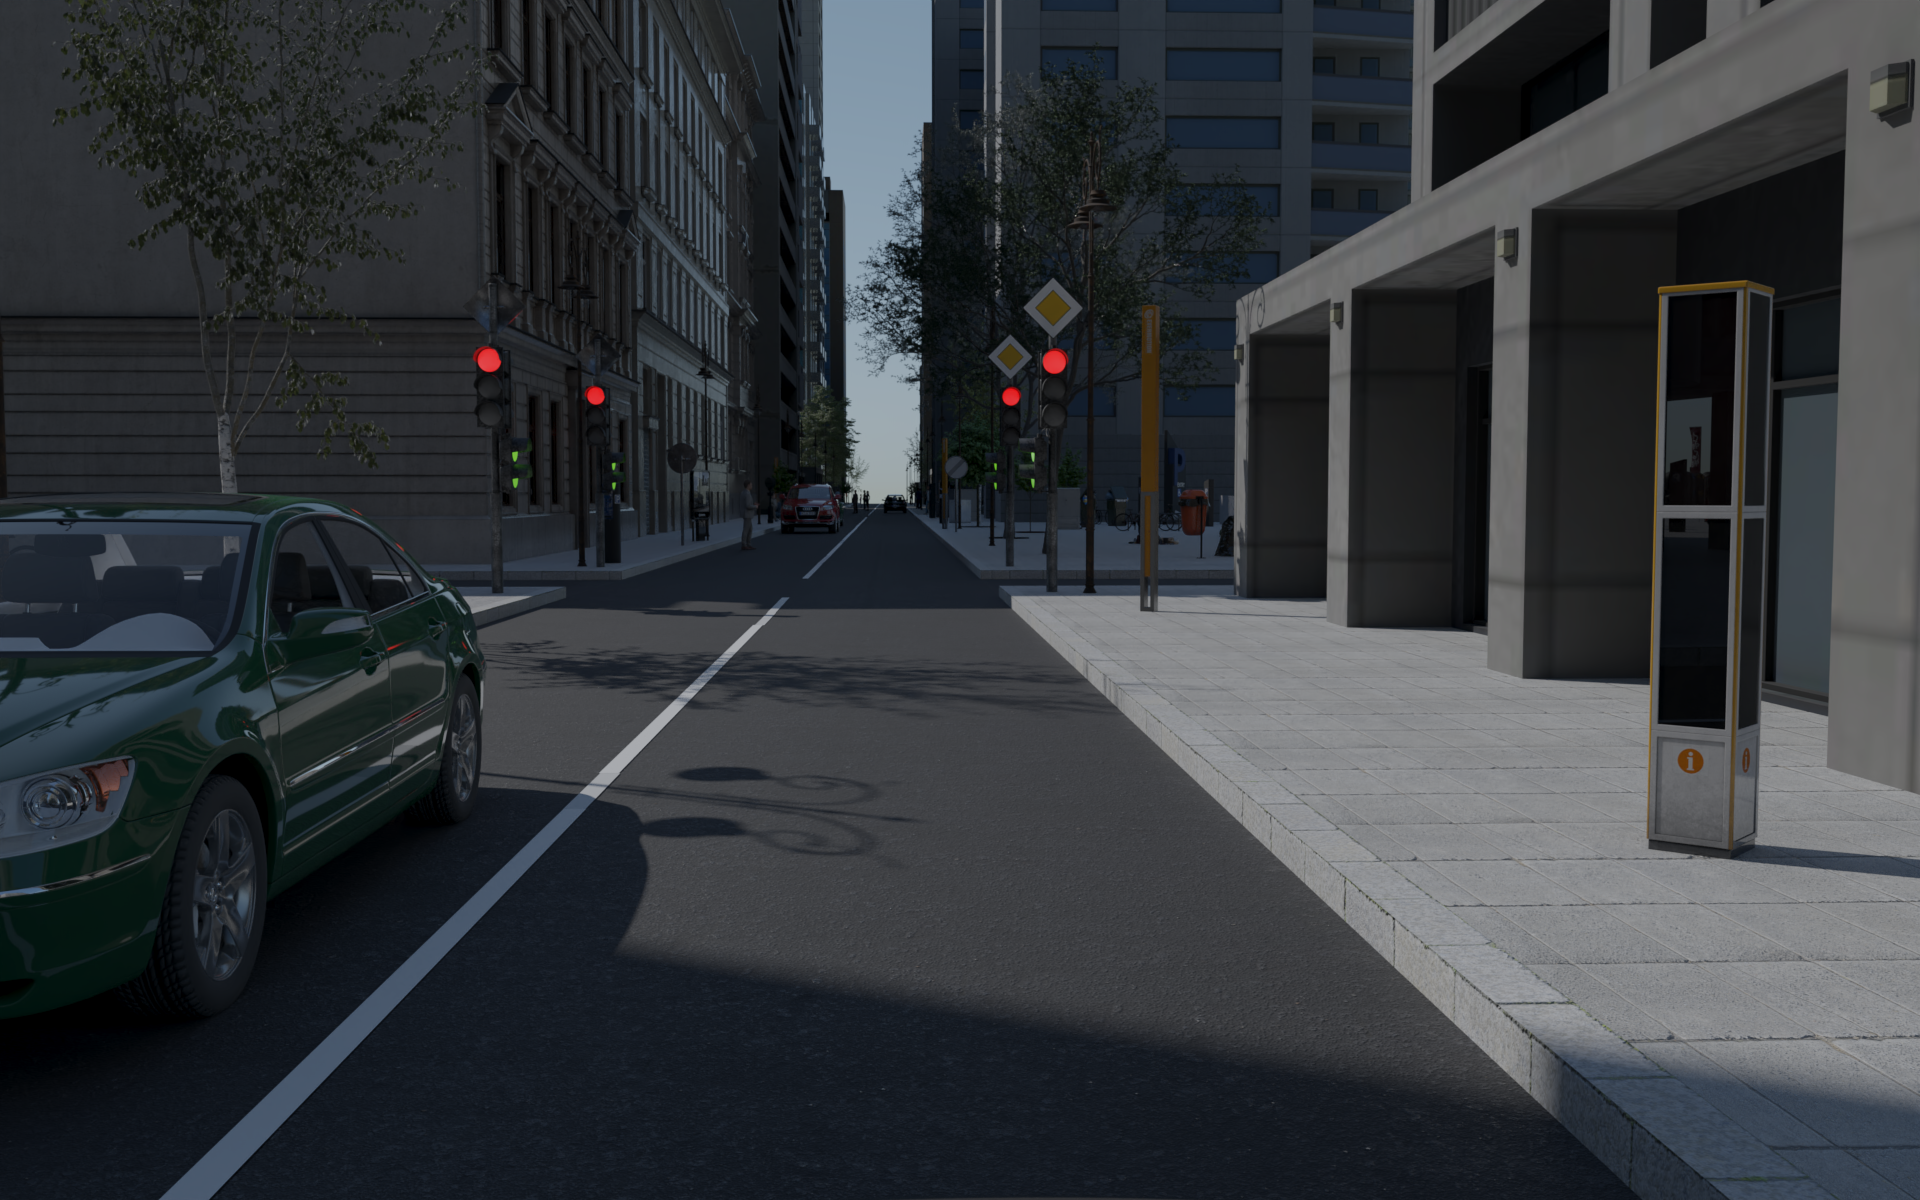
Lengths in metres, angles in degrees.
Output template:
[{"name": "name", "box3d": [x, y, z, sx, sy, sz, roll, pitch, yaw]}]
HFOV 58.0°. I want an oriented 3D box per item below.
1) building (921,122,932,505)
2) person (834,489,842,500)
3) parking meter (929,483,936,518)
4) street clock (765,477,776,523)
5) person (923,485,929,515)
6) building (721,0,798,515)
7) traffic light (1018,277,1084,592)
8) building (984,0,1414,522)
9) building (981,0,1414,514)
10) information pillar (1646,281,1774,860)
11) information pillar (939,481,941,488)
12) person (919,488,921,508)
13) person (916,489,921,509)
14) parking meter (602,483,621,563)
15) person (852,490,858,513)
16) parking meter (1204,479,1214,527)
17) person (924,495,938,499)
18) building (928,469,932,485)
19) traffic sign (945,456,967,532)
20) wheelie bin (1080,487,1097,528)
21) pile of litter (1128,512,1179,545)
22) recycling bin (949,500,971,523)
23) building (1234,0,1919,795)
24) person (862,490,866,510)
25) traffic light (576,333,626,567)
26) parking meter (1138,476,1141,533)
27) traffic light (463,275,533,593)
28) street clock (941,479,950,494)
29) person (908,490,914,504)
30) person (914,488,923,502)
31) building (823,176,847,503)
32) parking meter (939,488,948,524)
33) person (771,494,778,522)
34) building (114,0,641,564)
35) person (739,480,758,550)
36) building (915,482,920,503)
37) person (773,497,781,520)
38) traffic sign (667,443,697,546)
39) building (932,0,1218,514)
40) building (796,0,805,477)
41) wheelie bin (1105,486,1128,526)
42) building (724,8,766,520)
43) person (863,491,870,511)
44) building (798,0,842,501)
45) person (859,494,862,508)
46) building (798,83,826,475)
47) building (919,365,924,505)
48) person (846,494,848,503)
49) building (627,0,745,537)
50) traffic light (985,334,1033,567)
[{"name": "building", "box3d": [2.465, -33.915, 204.613, 14.600, 45.320, 14.200, 0, 4, -2]}, {"name": "person", "box3d": [-13.724, -11.491, 193.906, 1.348, 1.826, 0.705, -3, 4, -38]}, {"name": "parking meter", "box3d": [-1.472, -5.281, 92.060, 0.255, 1.863, 0.399, -1, 4, -21]}, {"name": "street clock", "box3d": [-8.276, -4.343, 75.584, 0.471, 2.002, 0.358, 3, 5, 41]}, {"name": "person", "box3d": [-1.811, -5.959, 103.459, 0.713, 1.824, 0.794, -2, 4, -35]}, {"name": "building", "box3d": [-22.153, -30.084, 115.572, 21.300, 48.544, 21.600, 0, 4, -2]}, {"name": "traffic light", "box3d": [1.187, -2.060, 22.607, 0.839, 4.253, 0.868, 0, 4, -2]}, {"name": "building", "box3d": [11.753, -33.579, 91.024, 21.231, 58.520, 28.212, 0, 4, -2]}, {"name": "building", "box3d": [15.086, -26.144, 119.338, 32.217, 40.220, 23.993, 0, 4, -2]}, {"name": "information pillar", "box3d": [2.685, -0.105, 6.209, 0.304, 2.012, 0.304, 3, 5, 41]}, {"name": "information pillar", "box3d": [-0.995, -5.568, 95.532, 0.304, 2.012, 0.304, 0, 4, 8]}, {"name": "person", "box3d": [-3.613, -9.183, 156.175, 0.705, 1.826, 1.348, 0, 4, 4]}, {"name": "person", "box3d": [-3.568, -8.831, 150.872, 0.683, 1.767, 0.568, 3, 4, 39]}, {"name": "parking meter", "box3d": [-6.489, -1.452, 32.152, 0.372, 1.533, 0.369, 0, 3, 0]}, {"name": "person", "box3d": [-7.822, -7.311, 128.581, 0.434, 1.755, 0.990, 2, 4, 26]}, {"name": "parking meter", "box3d": [9.790, -3.819, 68.148, 0.255, 1.863, 0.399, -2, 4, -24]}, {"name": "person", "box3d": [-2.178, -7.606, 131.122, 1.217, 1.743, 0.721, 3, 4, 36]}, {"name": "building", "box3d": [7.334, -44.699, 169.083, 20.563, 71.187, 20.611, 0, 4, -2]}, {"name": "traffic sign", "box3d": [-0.130, -3.549, 58.139, 0.768, 2.556, 0.104, 0, 4, 3]}, {"name": "wheelie bin", "box3d": [4.925, -3.589, 66.589, 0.693, 1.594, 0.980, 0, 4, 0]}, {"name": "pile of litter", "box3d": [4.963, -1.870, 44.540, 1.176, 0.858, 1.719, -1, 4, -11]}, {"name": "recycling bin", "box3d": [0.003, -3.931, 76.824, 0.722, 1.027, 0.722, 3, 5, 43]}, {"name": "building", "box3d": [14.103, -34.974, 10.075, 20.563, 71.187, 20.611, 0, 4, -2]}, {"name": "person", "box3d": [-8.891, -9.297, 160.522, 0.705, 1.822, 1.348, 0, 4, -8]}, {"name": "traffic light", "box3d": [-6.291, -2.530, 30.281, 0.839, 4.253, 0.868, 0, 4, -2]}, {"name": "parking meter", "box3d": [6.003, -3.114, 56.624, 0.255, 1.863, 0.399, -1, 4, -14]}, {"name": "traffic light", "box3d": [-5.968, -2.042, 22.302, 0.839, 4.253, 0.868, 0, 4, -2]}, {"name": "street clock", "box3d": [-0.685, -4.697, 81.360, 0.358, 2.002, 0.471, -3, 4, -38]}, {"name": "person", "box3d": [-5.960, -12.697, 214.360, 1.217, 1.735, 0.721, 2, 4, 26]}, {"name": "person", "box3d": [-3.981, -9.718, 164.559, 0.705, 1.869, 1.348, 2, 4, 34]}, {"name": "building", "box3d": [-23.375, -36.549, 247.687, 14.600, 45.320, 14.200, 0, 4, -2]}, {"name": "parking meter", "box3d": [-0.715, -4.085, 75.205, 0.372, 1.533, 0.369, 0, 3, 0]}, {"name": "person", "box3d": [-8.644, -4.286, 80.390, 0.640, 1.303, 0.475, 2, 4, 26]}, {"name": "building", "box3d": [-13.575, -10.718, 39.863, 10.561, 19.102, 19.286, 0, 4, -2]}, {"name": "person", "box3d": [-5.389, -2.194, 44.564, 0.583, 1.804, 0.606, -2, 4, -25]}, {"name": "building", "box3d": [9.451, -34.353, 253.554, 32.217, 40.220, 23.993, 0, 4, -2]}, {"name": "person", "box3d": [-9.112, -4.503, 85.173, 0.738, 1.151, 1.012, 0, 4, -3]}, {"name": "traffic sign", "box3d": [-6.918, -2.631, 43.115, 0.768, 2.556, 0.104, 0, 4, 6]}, {"name": "building", "box3d": [8.121, -36.883, 145.037, 21.231, 58.520, 28.212, 0, 4, -2]}, {"name": "building", "box3d": [-26.658, -33.672, 139.783, 28.713, 52.752, 27.495, 0, 4, -2]}, {"name": "wheelie bin", "box3d": [6.230, -3.751, 69.242, 0.980, 1.594, 0.693, -2, 4, -29]}, {"name": "building", "box3d": [-17.906, -18.593, 91.387, 14.401, 28.519, 23.554, 0, 4, -2]}, {"name": "person", "box3d": [-8.081, -8.598, 149.862, 0.721, 1.735, 1.217, -2, 4, -31]}, {"name": "building", "box3d": [-26.202, -48.367, 229.056, 20.563, 71.187, 20.611, 0, 4, -2]}, {"name": "person", "box3d": [-10.171, -10.077, 176.480, 0.599, 1.433, 0.991, 0, 4, 7]}, {"name": "building", "box3d": [-27.249, -35.754, 204.183, 23.786, 49.044, 30.456, 0, 4, -2]}, {"name": "building", "box3d": [8.731, -23.370, 227.145, 27.650, 21.520, 28.899, 0, 4, -2]}, {"name": "person", "box3d": [-17.071, -15.606, 261.168, 0.705, 1.831, 1.348, 0, 4, 1]}, {"name": "building", "box3d": [-17.297, -14.140, 64.472, 16.112, 22.955, 30.059, 0, 4, -2]}, {"name": "traffic light", "box3d": [0.863, -2.548, 30.586, 0.839, 4.253, 0.868, 0, 4, -2]}]
